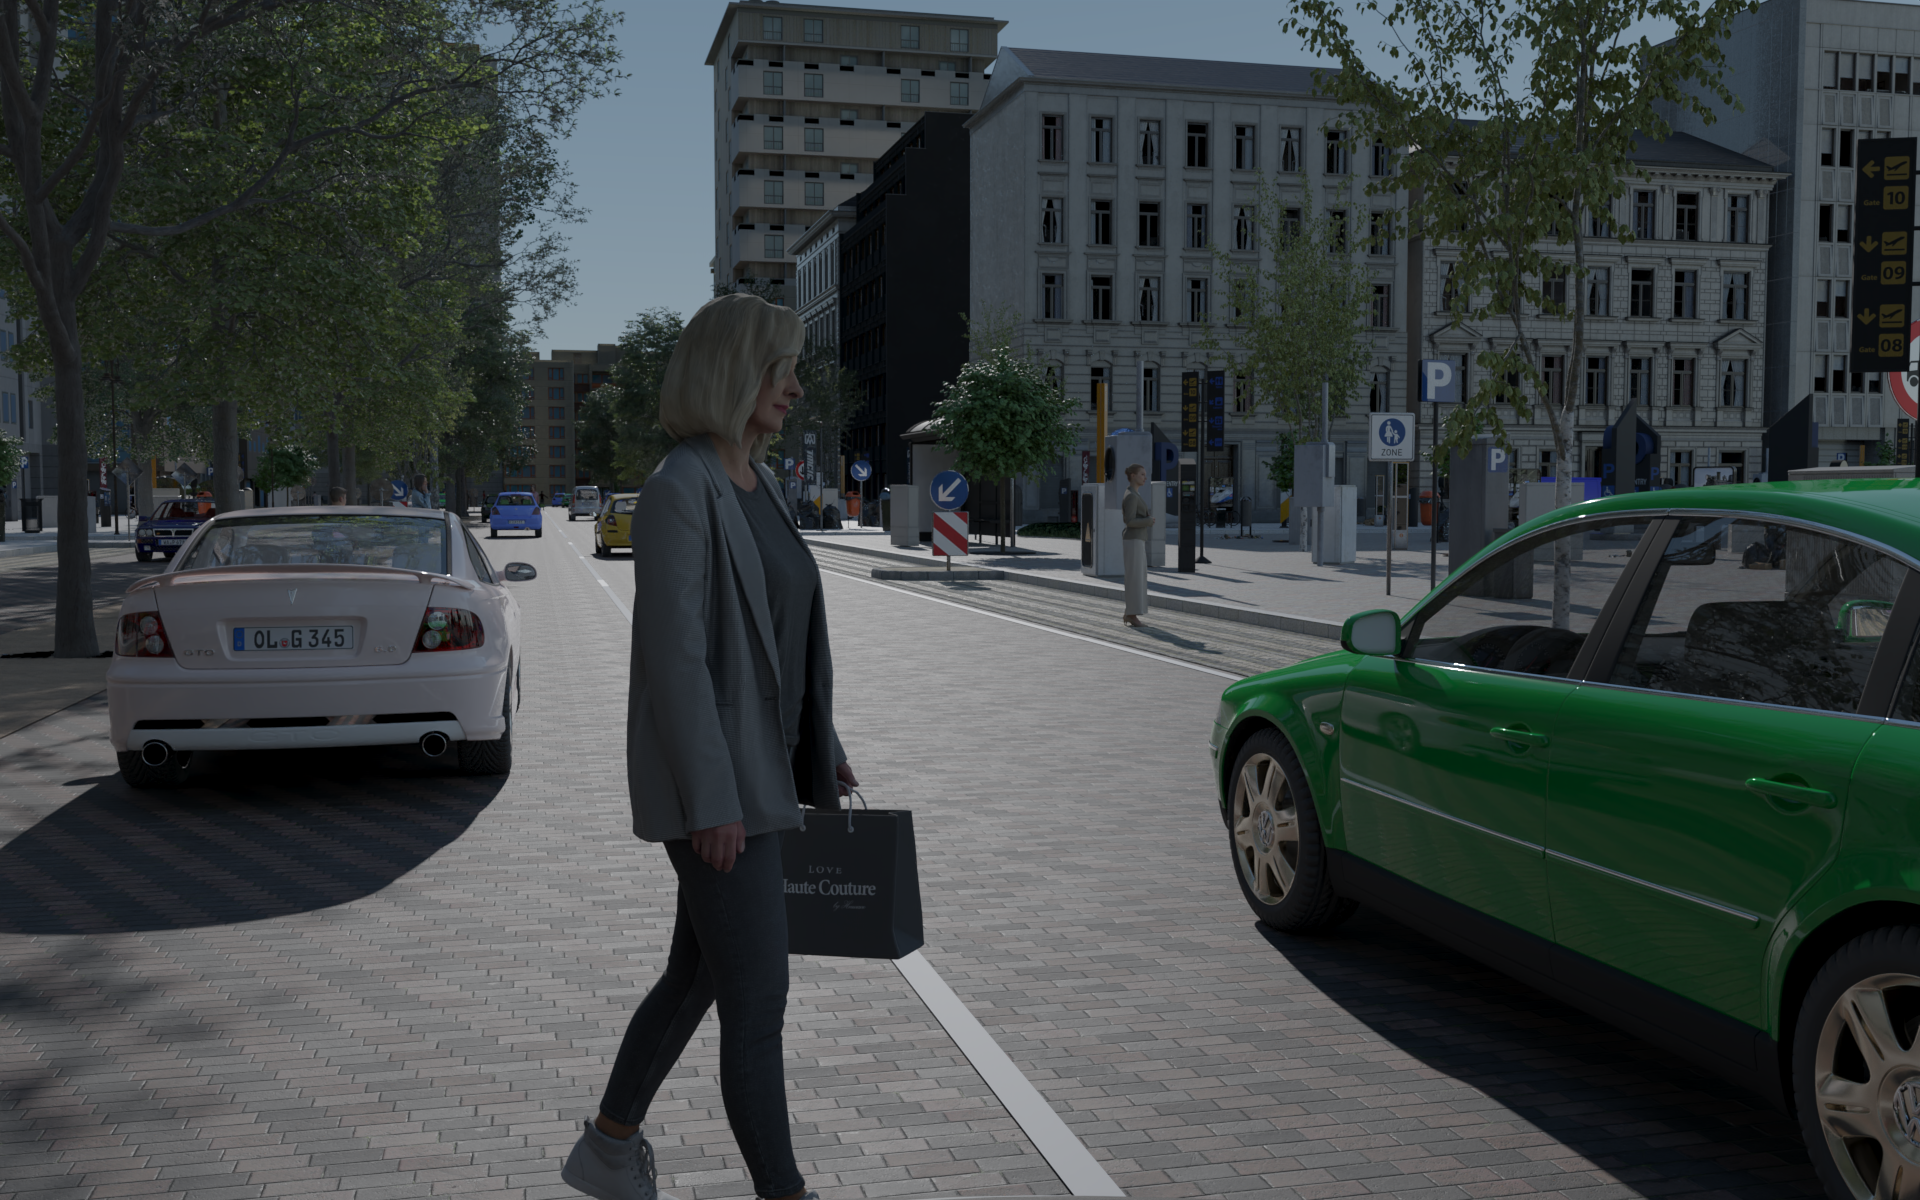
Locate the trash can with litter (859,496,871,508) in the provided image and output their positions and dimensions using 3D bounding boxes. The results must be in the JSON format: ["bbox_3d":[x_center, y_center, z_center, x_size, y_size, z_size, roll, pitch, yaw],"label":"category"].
[{"bbox_3d":[-4.486,-4.566,86.047,1.055,1.170,0.624,1,4,20],"label":"trash can with litter"}]

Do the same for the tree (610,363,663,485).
[{"bbox_3d":[-26.534,-14.132,149.184,7.486,12.596,7.792,0,3,0],"label":"tree"}]

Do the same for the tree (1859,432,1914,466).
[{"bbox_3d":[28.888,-3.637,54.069,1.663,3.219,1.824,0,3,0],"label":"tree"}]

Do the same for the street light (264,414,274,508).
[{"bbox_3d":[-34.859,-7.032,87.754,0.468,5.910,1.993,-1,4,-14],"label":"street light"}]

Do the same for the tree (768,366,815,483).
[{"bbox_3d":[-9.336,-7.789,77.717,4.360,8.622,3.978,0,3,0],"label":"tree"}]

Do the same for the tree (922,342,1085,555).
[{"bbox_3d":[0.853,-3.269,37.157,4.285,4.588,4.351,0,3,0],"label":"tree"}]

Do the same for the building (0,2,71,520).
[{"bbox_3d":[-56.667,-32.938,80.539,21.231,58.520,28.212,-1,4,-14],"label":"building"}]

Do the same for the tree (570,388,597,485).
[{"bbox_3d":[-39.934,-17.849,198.488,9.857,13.997,8.962,0,3,0],"label":"tree"}]

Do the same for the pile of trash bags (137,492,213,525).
[{"bbox_3d":[-30.823,-3.590,68.452,3.447,1.369,1.912,2,4,26],"label":"pile of trash bags"}]

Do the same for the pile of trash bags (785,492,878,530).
[{"bbox_3d":[-5.042,-3.315,63.956,3.447,1.369,1.912,-3,5,-44],"label":"pile of trash bags"}]

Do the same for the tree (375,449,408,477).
[{"bbox_3d":[-59.857,-15.363,185.591,8.767,10.594,7.601,2,4,26],"label":"tree"}]

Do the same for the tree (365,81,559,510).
[{"bbox_3d":[-24.634,-13.351,76.641,12.611,20.169,13.585,0,3,0],"label":"tree"}]

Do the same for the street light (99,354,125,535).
[{"bbox_3d":[-26.610,-4.997,54.487,0.468,5.910,1.993,-1,4,-14],"label":"street light"}]

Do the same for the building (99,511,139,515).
[{"bbox_3d":[-57.436,-28.176,110.782,14.600,45.320,14.200,-1,4,-14],"label":"building"}]

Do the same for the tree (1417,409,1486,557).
[{"bbox_3d":[10.492,-2.498,35.441,1.663,3.219,1.824,0,3,0],"label":"tree"}]

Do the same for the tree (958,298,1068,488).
[{"bbox_3d":[1.741,-7.021,65.155,4.737,8.622,4.395,0,3,0],"label":"tree"}]

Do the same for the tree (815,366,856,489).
[{"bbox_3d":[-7.470,-8.866,95.322,4.360,8.622,3.978,0,3,0],"label":"tree"}]

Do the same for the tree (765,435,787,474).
[{"bbox_3d":[-14.876,-10.842,127.632,4.737,8.622,4.395,0,3,0],"label":"tree"}]

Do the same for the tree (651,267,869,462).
[{"bbox_3d":[-7.934,-8.342,70.801,8.767,10.594,7.601,-1,4,-16],"label":"tree"}]

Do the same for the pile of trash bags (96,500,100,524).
[{"bbox_3d":[-38.059,-3.958,74.460,1.912,1.369,3.447,-2,4,-27],"label":"pile of trash bags"}]

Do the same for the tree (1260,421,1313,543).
[{"bbox_3d":[8.831,-3.136,45.877,1.663,3.219,1.824,0,3,0],"label":"tree"}]

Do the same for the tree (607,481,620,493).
[{"bbox_3d":[-41.286,-12.977,206.768,1.663,3.219,1.824,0,3,0],"label":"tree"}]

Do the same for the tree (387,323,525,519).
[{"bbox_3d":[-28.686,-10.448,99.030,9.928,11.665,9.643,0,3,0],"label":"tree"}]

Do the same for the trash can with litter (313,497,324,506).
[{"bbox_3d":[-45.783,-6.896,124.142,0.624,1.170,1.055,2,4,25],"label":"trash can with litter"}]

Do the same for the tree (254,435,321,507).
[{"bbox_3d":[-36.429,-6.732,93.780,4.285,4.588,4.351,0,3,0],"label":"tree"}]

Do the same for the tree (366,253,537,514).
[{"bbox_3d":[-26.279,-10.990,88.802,9.857,13.997,8.962,0,3,0],"label":"tree"}]

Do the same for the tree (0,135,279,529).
[{"bbox_3d":[-29.210,-9.504,62.054,9.857,13.997,8.962,0,3,0],"label":"tree"}]

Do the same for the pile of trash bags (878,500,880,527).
[{"bbox_3d":[-2.322,-3.624,69.007,3.447,1.369,1.912,-1,4,-13],"label":"pile of trash bags"}]

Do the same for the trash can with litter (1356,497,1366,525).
[{"bbox_3d":[16.455,-3.795,73.114,2.233,1.210,1.678,0,4,7],"label":"trash can with litter"}]

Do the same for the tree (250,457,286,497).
[{"bbox_3d":[-35.975,-5.848,90.218,1.663,3.219,1.824,0,3,0],"label":"tree"}]

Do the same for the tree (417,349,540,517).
[{"bbox_3d":[-31.263,-11.562,108.509,9.611,12.733,9.660,0,3,0],"label":"tree"}]

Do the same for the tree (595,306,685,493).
[{"bbox_3d":[-19.430,-12.866,117.010,9.857,13.997,8.962,0,3,0],"label":"tree"}]

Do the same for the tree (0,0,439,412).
[{"bbox_3d":[-10.386,-6.332,24.111,7.486,12.596,7.792,0,3,0],"label":"tree"}]

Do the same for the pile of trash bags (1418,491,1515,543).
[{"bbox_3d":[13.436,-2.242,46.408,3.447,1.369,1.912,-3,5,-40],"label":"pile of trash bags"}]

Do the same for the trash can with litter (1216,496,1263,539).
[{"bbox_3d":[7.971,-2.383,50.014,1.678,1.210,2.233,3,5,40],"label":"trash can with litter"}]

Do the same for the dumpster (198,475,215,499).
[{"bbox_3d":[-37.514,-5.167,86.969,1.502,2.255,1.985,-1,4,-14],"label":"dumpster"}]

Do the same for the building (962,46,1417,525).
[{"bbox_3d":[10.140,-14.059,79.008,18.267,20.994,9.793,-1,4,-14],"label":"building"}]

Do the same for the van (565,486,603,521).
[{"bbox_3d":[-20.474,-5.353,94.534,2.013,2.044,4.112,-1,4,-16],"label":"van"}]

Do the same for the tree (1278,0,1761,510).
[{"bbox_3d":[5.183,-3.977,15.392,4.737,8.622,4.395,0,3,0],"label":"tree"}]

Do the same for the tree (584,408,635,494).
[{"bbox_3d":[-33.526,-14.544,172.199,8.767,10.594,7.601,1,4,22],"label":"tree"}]

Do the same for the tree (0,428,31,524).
[{"bbox_3d":[-41.627,-5.531,74.139,4.285,4.588,4.351,0,3,0],"label":"tree"}]

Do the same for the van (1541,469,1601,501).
[{"bbox_3d":[22.060,-3.548,62.399,5.245,2.365,2.240,-1,4,-13],"label":"van"}]

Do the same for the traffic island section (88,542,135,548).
[{"bbox_3d":[-22.624,-1.520,47.128,2.009,0.180,2.903,-1,4,-14],"label":"traffic island section"}]

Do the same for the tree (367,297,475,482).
[{"bbox_3d":[-19.523,-6.701,62.374,4.360,8.622,3.978,0,3,0],"label":"tree"}]

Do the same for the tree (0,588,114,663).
[{"bbox_3d":[-7.672,-6.226,14.627,12.009,13.543,11.850,0,3,0],"label":"tree"}]

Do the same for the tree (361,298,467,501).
[{"bbox_3d":[-18.587,-6.422,57.825,4.737,8.622,4.395,0,3,0],"label":"tree"}]
